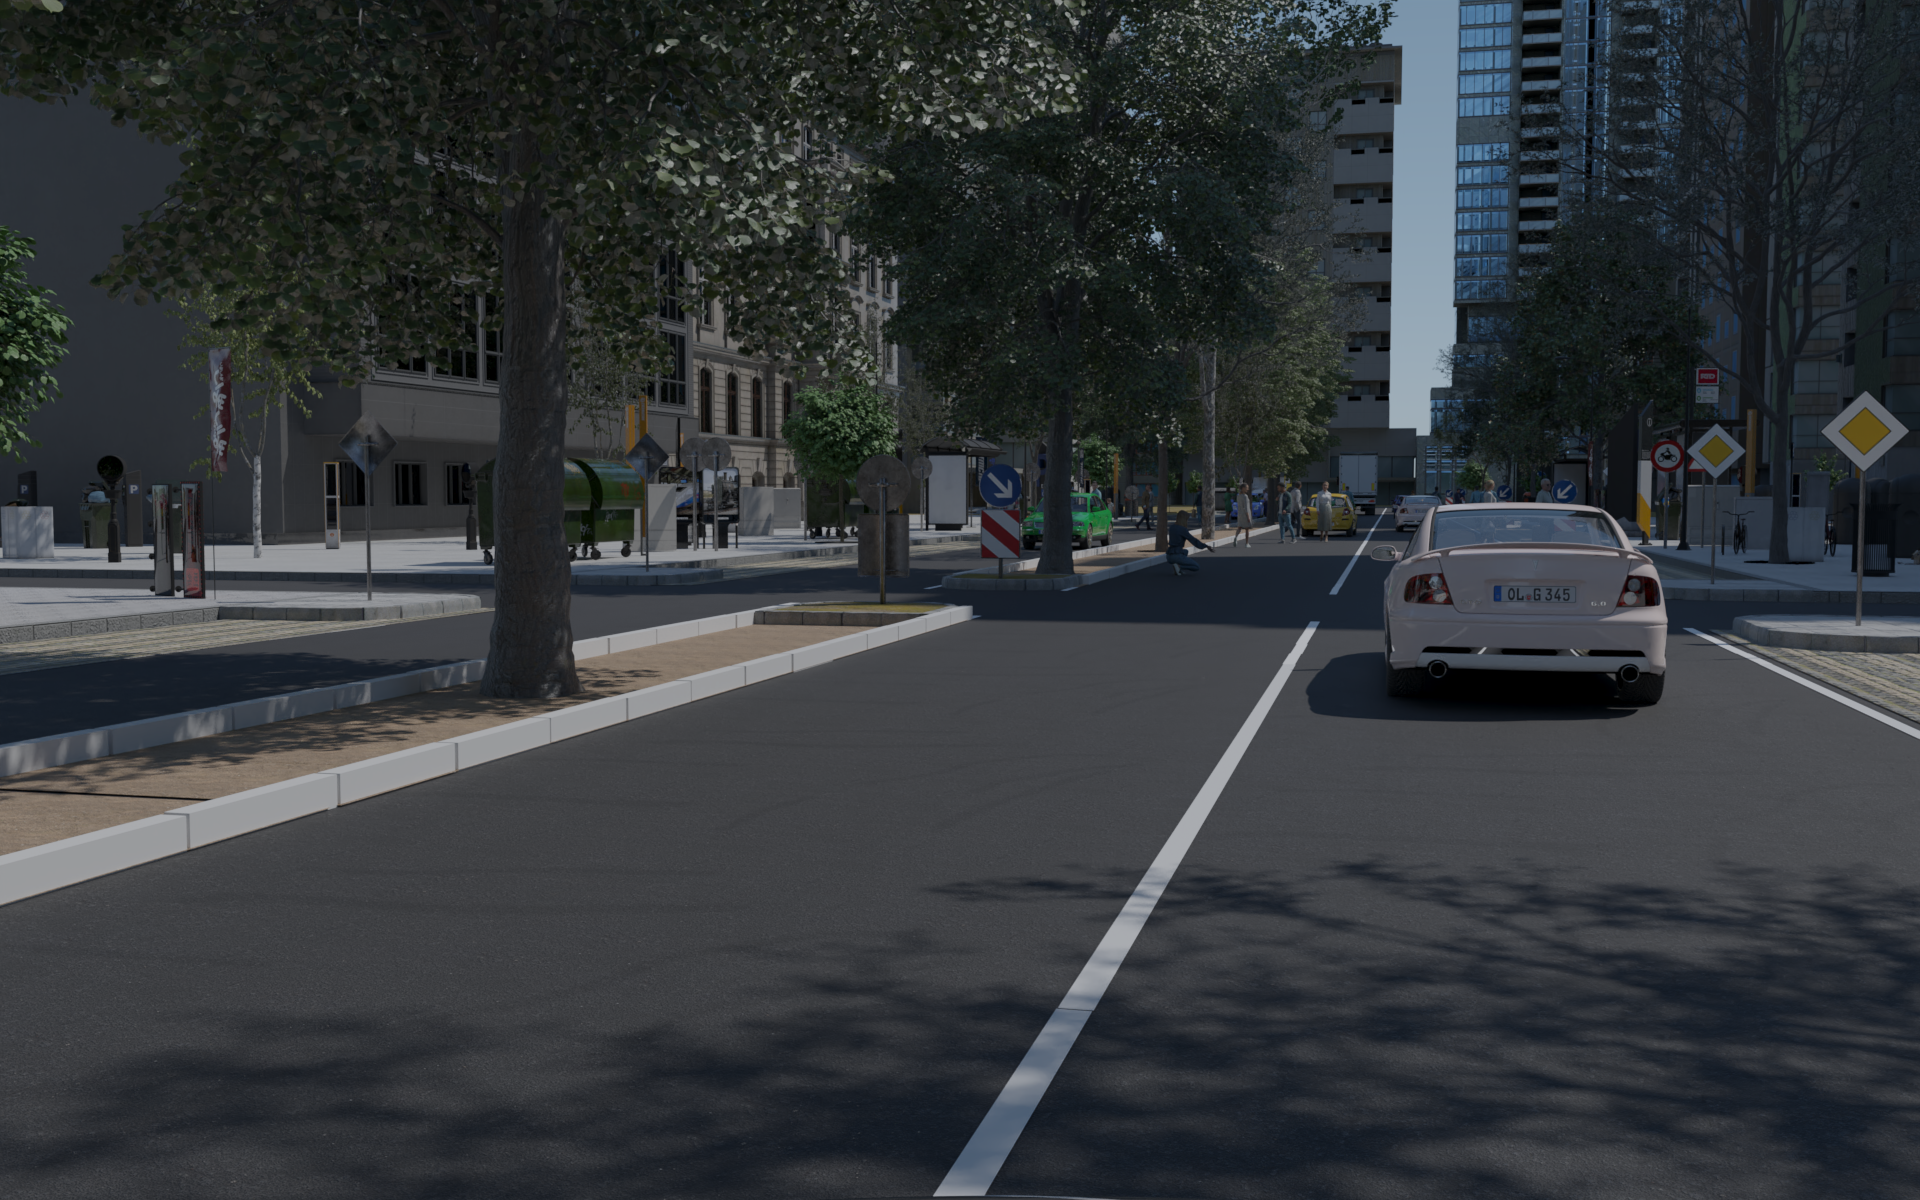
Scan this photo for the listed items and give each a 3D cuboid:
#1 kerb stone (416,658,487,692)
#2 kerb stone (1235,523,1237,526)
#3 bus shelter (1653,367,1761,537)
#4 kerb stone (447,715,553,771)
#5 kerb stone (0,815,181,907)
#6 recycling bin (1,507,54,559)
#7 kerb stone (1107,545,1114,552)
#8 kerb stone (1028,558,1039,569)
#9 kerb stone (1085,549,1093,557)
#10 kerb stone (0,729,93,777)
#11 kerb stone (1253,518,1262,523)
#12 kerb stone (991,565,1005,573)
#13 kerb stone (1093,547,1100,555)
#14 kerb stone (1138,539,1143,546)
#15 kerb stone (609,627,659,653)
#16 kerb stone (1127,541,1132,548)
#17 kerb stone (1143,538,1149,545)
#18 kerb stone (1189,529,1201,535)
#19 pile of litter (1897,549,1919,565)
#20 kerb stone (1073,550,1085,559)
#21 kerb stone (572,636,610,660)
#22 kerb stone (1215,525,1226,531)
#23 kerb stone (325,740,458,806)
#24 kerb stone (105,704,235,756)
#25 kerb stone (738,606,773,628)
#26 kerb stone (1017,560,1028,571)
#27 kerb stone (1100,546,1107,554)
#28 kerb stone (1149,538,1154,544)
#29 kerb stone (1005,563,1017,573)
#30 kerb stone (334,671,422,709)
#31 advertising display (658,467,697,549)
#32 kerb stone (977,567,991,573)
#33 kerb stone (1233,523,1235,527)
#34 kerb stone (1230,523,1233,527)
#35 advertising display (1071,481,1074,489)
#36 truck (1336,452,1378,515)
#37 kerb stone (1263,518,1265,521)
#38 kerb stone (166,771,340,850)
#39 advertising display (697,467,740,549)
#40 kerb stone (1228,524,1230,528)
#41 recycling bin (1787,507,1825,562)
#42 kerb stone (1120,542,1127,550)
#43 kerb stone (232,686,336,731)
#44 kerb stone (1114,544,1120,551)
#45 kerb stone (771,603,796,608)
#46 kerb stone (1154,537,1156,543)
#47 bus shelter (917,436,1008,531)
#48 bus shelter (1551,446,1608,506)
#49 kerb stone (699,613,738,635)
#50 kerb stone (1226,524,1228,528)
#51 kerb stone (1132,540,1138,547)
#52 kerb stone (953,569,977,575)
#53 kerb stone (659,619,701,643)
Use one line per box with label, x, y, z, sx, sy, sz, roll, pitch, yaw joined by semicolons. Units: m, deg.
kerb stone;-3.812;0.567;12.952;0.120;0.150;1.000;1;4;14
kerb stone;11.804;-3.235;75.106;0.120;0.150;1.000;1;4;14
bus shelter;22.347;-4.590;52.680;2.179;5.291;8.768;1;4;14
kerb stone;-2.526;0.781;9.439;0.120;0.150;1.000;1;4;14
kerb stone;-3.276;0.967;6.463;0.120;0.150;1.000;1;4;14
recycling bin;-18.632;-1.349;34.609;0.722;1.027;0.722;3;4;38
kerb stone;3.557;-1.221;42.314;0.120;0.150;1.000;1;4;14
kerb stone;1.321;-0.681;33.357;0.120;0.150;1.000;1;4;14
kerb stone;2.817;-1.048;39.327;0.120;0.150;1.000;1;4;14
kerb stone;-4.818;0.809;8.961;0.120;0.150;1.000;1;4;14
kerb stone;15.305;-4.088;89.033;0.120;0.150;1.000;1;4;14
kerb stone;0.568;-0.498;30.375;0.120;0.150;1.000;1;4;14
kerb stone;3.063;-1.109;40.323;0.120;0.150;1.000;1;4;14
kerb stone;4.807;-1.535;47.294;0.120;0.150;1.000;1;4;14
kerb stone;-3.058;0.382;15.946;0.120;0.150;1.000;1;4;14
kerb stone;4.310;-1.413;45.301;0.120;0.150;1.000;1;4;14
kerb stone;5.065;-1.596;48.283;0.120;0.150;1.000;1;4;14
kerb stone;8.311;-2.386;61.205;0.120;0.150;1.000;1;4;14
pile of litter;17.978;-1.079;31.613;1.719;0.858;1.176;0;4;7
kerb stone;2.561;-0.987;38.332;0.120;0.150;1.000;1;4;14
kerb stone;-3.316;0.443;14.948;0.120;0.150;1.000;1;4;14
kerb stone;10.553;-2.931;70.145;0.120;0.150;1.000;1;4;14
kerb stone;-2.780;0.841;8.448;0.120;0.150;1.000;1;4;14
kerb stone;-4.562;0.750;9.955;0.120;0.150;1.000;1;4;14
kerb stone;-2.306;0.202;18.926;0.120;0.150;1.000;1;4;14
kerb stone;1.070;-0.617;32.367;0.120;0.150;1.000;1;4;14
kerb stone;3.314;-1.170;41.321;0.120;0.150;1.000;1;4;14
kerb stone;5.309;-1.656;49.276;0.120;0.150;1.000;1;4;14
kerb stone;0.815;-0.556;31.368;0.120;0.150;1.000;1;4;14
kerb stone;-4.060;0.632;11.956;0.120;0.150;1.000;1;4;14
advertising display;-6.577;-2.167;40.645;0.974;1.923;0.123;-1;4;-22
kerb stone;0.309;-0.439;29.372;0.120;0.150;1.000;1;4;14
kerb stone;11.552;-3.176;74.115;0.120;0.150;1.000;1;4;14
kerb stone;11.308;-3.115;73.122;0.120;0.150;1.000;1;4;14
advertising display;5.312;-5.066;88.048;0.974;1.923;0.123;1;4;12
truck;27.643;-8.049;120.508;2.839;4.237;11.283;1;4;12
kerb stone;15.801;-4.210;91.030;0.120;0.150;1.000;1;4;14
kerb stone;-3.030;0.901;7.457;0.120;0.150;1.000;1;4;14
advertising display;-5.630;-2.166;40.628;0.974;1.923;0.123;-2;4;-34
kerb stone;11.050;-3.054;72.128;0.120;0.150;1.000;1;4;14
recycling bin;16.129;-1.258;33.124;0.722;1.027;0.722;2;4;26
kerb stone;4.070;-1.352;44.307;0.120;0.150;1.000;1;4;14
kerb stone;-4.313;0.688;10.950;0.120;0.150;1.000;1;4;14
kerb stone;3.813;-1.291;43.308;0.120;0.150;1.000;1;4;14
kerb stone;-2.063;0.139;19.928;0.120;0.150;1.000;1;4;14
kerb stone;5.565;-1.716;50.266;0.120;0.150;1.000;1;4;14
bus shelter;0.141;-4.212;62.785;2.014;3.302;5.546;1;4;14
bus shelter;26.550;-4.932;74.554;2.014;3.302;5.546;1;4;14
kerb stone;-2.566;0.262;17.938;0.120;0.150;1.000;1;4;14
kerb stone;10.812;-2.992;71.134;0.120;0.150;1.000;1;4;14
kerb stone;4.562;-1.474;46.295;0.120;0.150;1.000;1;4;14
kerb stone;0.060;-0.378;28.379;0.120;0.150;1.000;1;4;14
kerb stone;-2.811;0.321;16.944;0.120;0.150;1.000;1;4;14
